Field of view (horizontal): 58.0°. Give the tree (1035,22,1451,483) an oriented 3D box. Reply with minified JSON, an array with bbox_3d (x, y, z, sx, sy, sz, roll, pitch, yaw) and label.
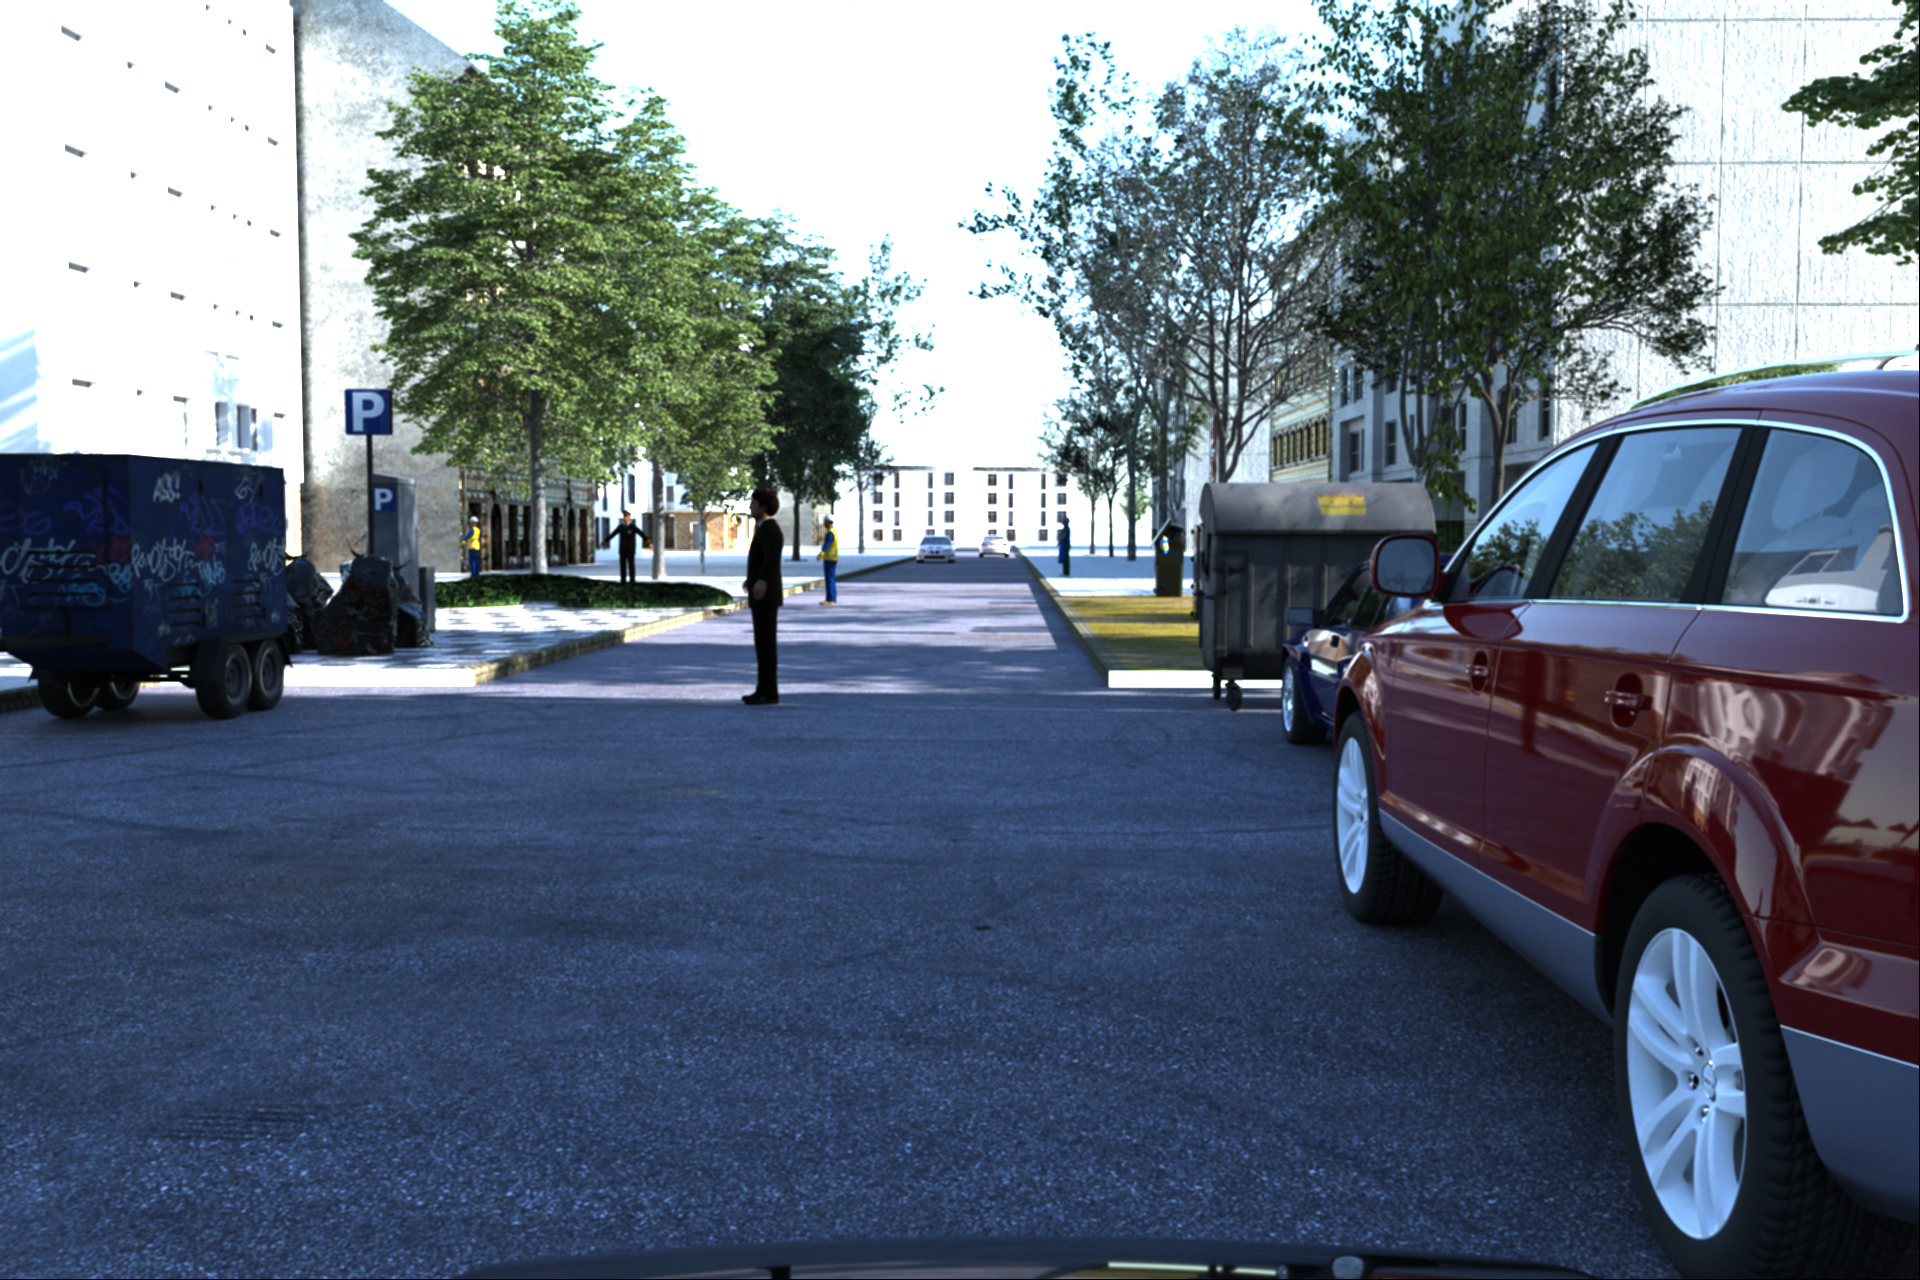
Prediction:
[{"bbox_3d":[6.461,-8.027,41.610,12.009,13.543,11.850,0,3,0],"label":"tree"}]

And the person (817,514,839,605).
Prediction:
[{"bbox_3d":[-2.672,-1.633,35.127,0.705,1.833,1.349,0,4,6],"label":"person"}]

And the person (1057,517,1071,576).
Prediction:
[{"bbox_3d":[3.187,-2.854,52.783,0.704,1.817,1.347,1,4,15],"label":"person"}]

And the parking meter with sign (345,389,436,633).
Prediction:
[{"bbox_3d":[-7.084,-1.558,21.734,0.543,3.016,1.738,0,4,2],"label":"parking meter with sign"}]

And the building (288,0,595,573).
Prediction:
[{"bbox_3d":[-25.184,-14.314,64.966,19.493,23.208,18.063,0,4,1],"label":"building"}]

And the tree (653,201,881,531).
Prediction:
[{"bbox_3d":[-7.650,-9.715,65.491,9.857,13.997,8.962,0,3,0],"label":"tree"}]

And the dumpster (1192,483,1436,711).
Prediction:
[{"bbox_3d":[2.925,-0.382,14.456,1.865,1.857,1.264,0,4,1],"label":"dumpster"}]

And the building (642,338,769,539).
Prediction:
[{"bbox_3d":[-24.760,-18.834,164.355,16.016,20.090,11.380,0,4,1],"label":"building"}]

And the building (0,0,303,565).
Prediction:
[{"bbox_3d":[-26.316,-11.368,42.294,16.016,20.090,11.380,0,4,1],"label":"building"}]

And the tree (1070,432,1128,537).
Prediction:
[{"bbox_3d":[8.940,-10.301,118.778,4.360,8.622,3.978,0,3,0],"label":"tree"}]

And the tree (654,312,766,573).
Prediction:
[{"bbox_3d":[-8.391,-6.477,56.260,4.737,8.622,4.395,0,3,0],"label":"tree"}]

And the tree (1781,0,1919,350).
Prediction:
[{"bbox_3d":[12.190,-6.033,16.771,7.486,12.596,7.792,0,3,0],"label":"tree"}]

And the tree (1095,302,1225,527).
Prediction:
[{"bbox_3d":[6.920,-6.352,54.218,4.360,8.622,3.978,0,3,0],"label":"tree"}]

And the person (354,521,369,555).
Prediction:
[{"bbox_3d":[-17.644,-2.794,51.874,1.347,1.806,0.705,2,4,35],"label":"person"}]

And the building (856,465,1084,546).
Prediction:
[{"bbox_3d":[1.211,-16.336,211.694,28.070,9.664,9.099,0,4,-3],"label":"building"}]

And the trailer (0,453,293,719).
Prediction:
[{"bbox_3d":[-6.340,-0.367,13.042,1.471,1.999,3.904,0,4,1],"label":"trailer"}]

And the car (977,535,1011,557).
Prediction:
[{"bbox_3d":[2.106,-5.808,107.327,2.083,1.381,4.827,0,4,1],"label":"car"}]

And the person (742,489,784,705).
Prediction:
[{"bbox_3d":[-1.685,-0.369,14.678,0.705,1.806,1.347,-1,4,-11],"label":"person"}]

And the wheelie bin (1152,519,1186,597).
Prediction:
[{"bbox_3d":[4.290,-1.687,35.487,0.693,1.594,0.980,0,4,2],"label":"wheelie bin"}]

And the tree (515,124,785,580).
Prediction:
[{"bbox_3d":[-8.941,-7.983,48.641,7.486,12.596,7.792,0,3,0],"label":"tree"}]

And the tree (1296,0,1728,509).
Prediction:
[{"bbox_3d":[9.266,-5.775,28.840,7.601,10.594,8.767,-1,4,-15],"label":"tree"}]

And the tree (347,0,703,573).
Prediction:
[{"bbox_3d":[-9.164,-7.268,36.961,7.486,12.596,7.792,0,3,0],"label":"tree"}]

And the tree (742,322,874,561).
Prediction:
[{"bbox_3d":[-7.663,-9.557,82.020,9.928,11.665,9.643,0,3,0],"label":"tree"}]

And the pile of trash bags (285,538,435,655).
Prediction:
[{"bbox_3d":[-6.974,-0.527,18.363,1.912,1.369,3.447,0,4,3],"label":"pile of trash bags"}]

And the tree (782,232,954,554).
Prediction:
[{"bbox_3d":[-6.450,-15.590,110.778,12.611,20.169,13.585,0,3,0],"label":"tree"}]

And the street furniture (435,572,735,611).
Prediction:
[{"bbox_3d":[-8.388,-1.056,32.892,5.734,0.657,10.072,-2,4,-27],"label":"street furniture"}]

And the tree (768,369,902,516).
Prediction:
[{"bbox_3d":[-6.617,-9.682,92.716,7.601,10.594,8.767,-1,4,-21],"label":"tree"}]

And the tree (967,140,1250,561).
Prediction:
[{"bbox_3d":[7.192,-13.954,84.037,12.611,20.169,13.585,0,3,0],"label":"tree"}]

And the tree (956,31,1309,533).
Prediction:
[{"bbox_3d":[6.545,-12.906,66.901,12.611,20.169,13.585,0,3,0],"label":"tree"}]

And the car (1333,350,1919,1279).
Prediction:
[{"bbox_3d":[2.411,0.239,4.760,2.281,1.827,5.304,0,4,1],"label":"car"}]

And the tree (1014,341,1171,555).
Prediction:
[{"bbox_3d":[8.377,-12.101,108.218,12.009,13.543,11.850,0,3,0],"label":"tree"}]

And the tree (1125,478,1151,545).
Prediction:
[{"bbox_3d":[21.791,-15.781,208.385,4.737,8.622,4.395,0,3,0],"label":"tree"}]

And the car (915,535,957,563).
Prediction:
[{"bbox_3d":[-1.201,-4.588,87.374,2.083,1.381,4.827,0,4,1],"label":"car"}]

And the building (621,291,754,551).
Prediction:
[{"bbox_3d":[-23.000,-17.096,135.940,16.016,20.090,11.380,0,4,1],"label":"building"}]

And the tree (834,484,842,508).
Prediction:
[{"bbox_3d":[-16.265,-16.043,212.668,4.360,8.622,3.978,0,3,0],"label":"tree"}]

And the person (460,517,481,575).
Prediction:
[{"bbox_3d":[-13.820,-2.599,48.953,0.721,1.772,1.216,1,4,8],"label":"person"}]

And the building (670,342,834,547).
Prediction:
[{"bbox_3d":[-23.973,-21.795,187.272,19.493,23.208,18.063,0,4,2],"label":"building"}]

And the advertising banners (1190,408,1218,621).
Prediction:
[{"bbox_3d":[3.533,-1.767,25.075,0.090,3.025,2.074,0,4,0],"label":"advertising banners"}]

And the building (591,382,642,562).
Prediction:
[{"bbox_3d":[-20.960,-9.046,90.047,9.099,9.664,28.070,0,4,1],"label":"building"}]

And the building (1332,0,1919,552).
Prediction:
[{"bbox_3d":[24.972,-11.996,62.598,16.747,18.905,31.486,0,4,1],"label":"building"}]

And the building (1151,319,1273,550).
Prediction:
[{"bbox_3d":[26.489,-17.412,151.137,16.747,18.905,31.486,0,4,1],"label":"building"}]

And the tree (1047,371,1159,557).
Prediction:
[{"bbox_3d":[8.236,-9.960,97.266,7.601,10.594,8.767,-2,4,-30],"label":"tree"}]

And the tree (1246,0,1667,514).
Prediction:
[{"bbox_3d":[5.381,-4.212,19.222,4.737,8.622,4.395,0,3,0],"label":"tree"}]

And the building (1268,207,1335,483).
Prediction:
[{"bbox_3d":[26.765,-15.811,89.434,19.493,23.208,18.063,0,4,1],"label":"building"}]

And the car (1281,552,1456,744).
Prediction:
[{"bbox_3d":[3.063,0.118,10.655,1.945,1.354,3.894,0,4,1],"label":"car"}]

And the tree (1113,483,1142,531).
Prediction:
[{"bbox_3d":[20.886,-16.066,213.046,4.737,8.622,4.395,0,3,0],"label":"tree"}]

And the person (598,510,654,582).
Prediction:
[{"bbox_3d":[-7.783,-2.111,40.445,1.347,1.837,0.705,1,4,8],"label":"person"}]
